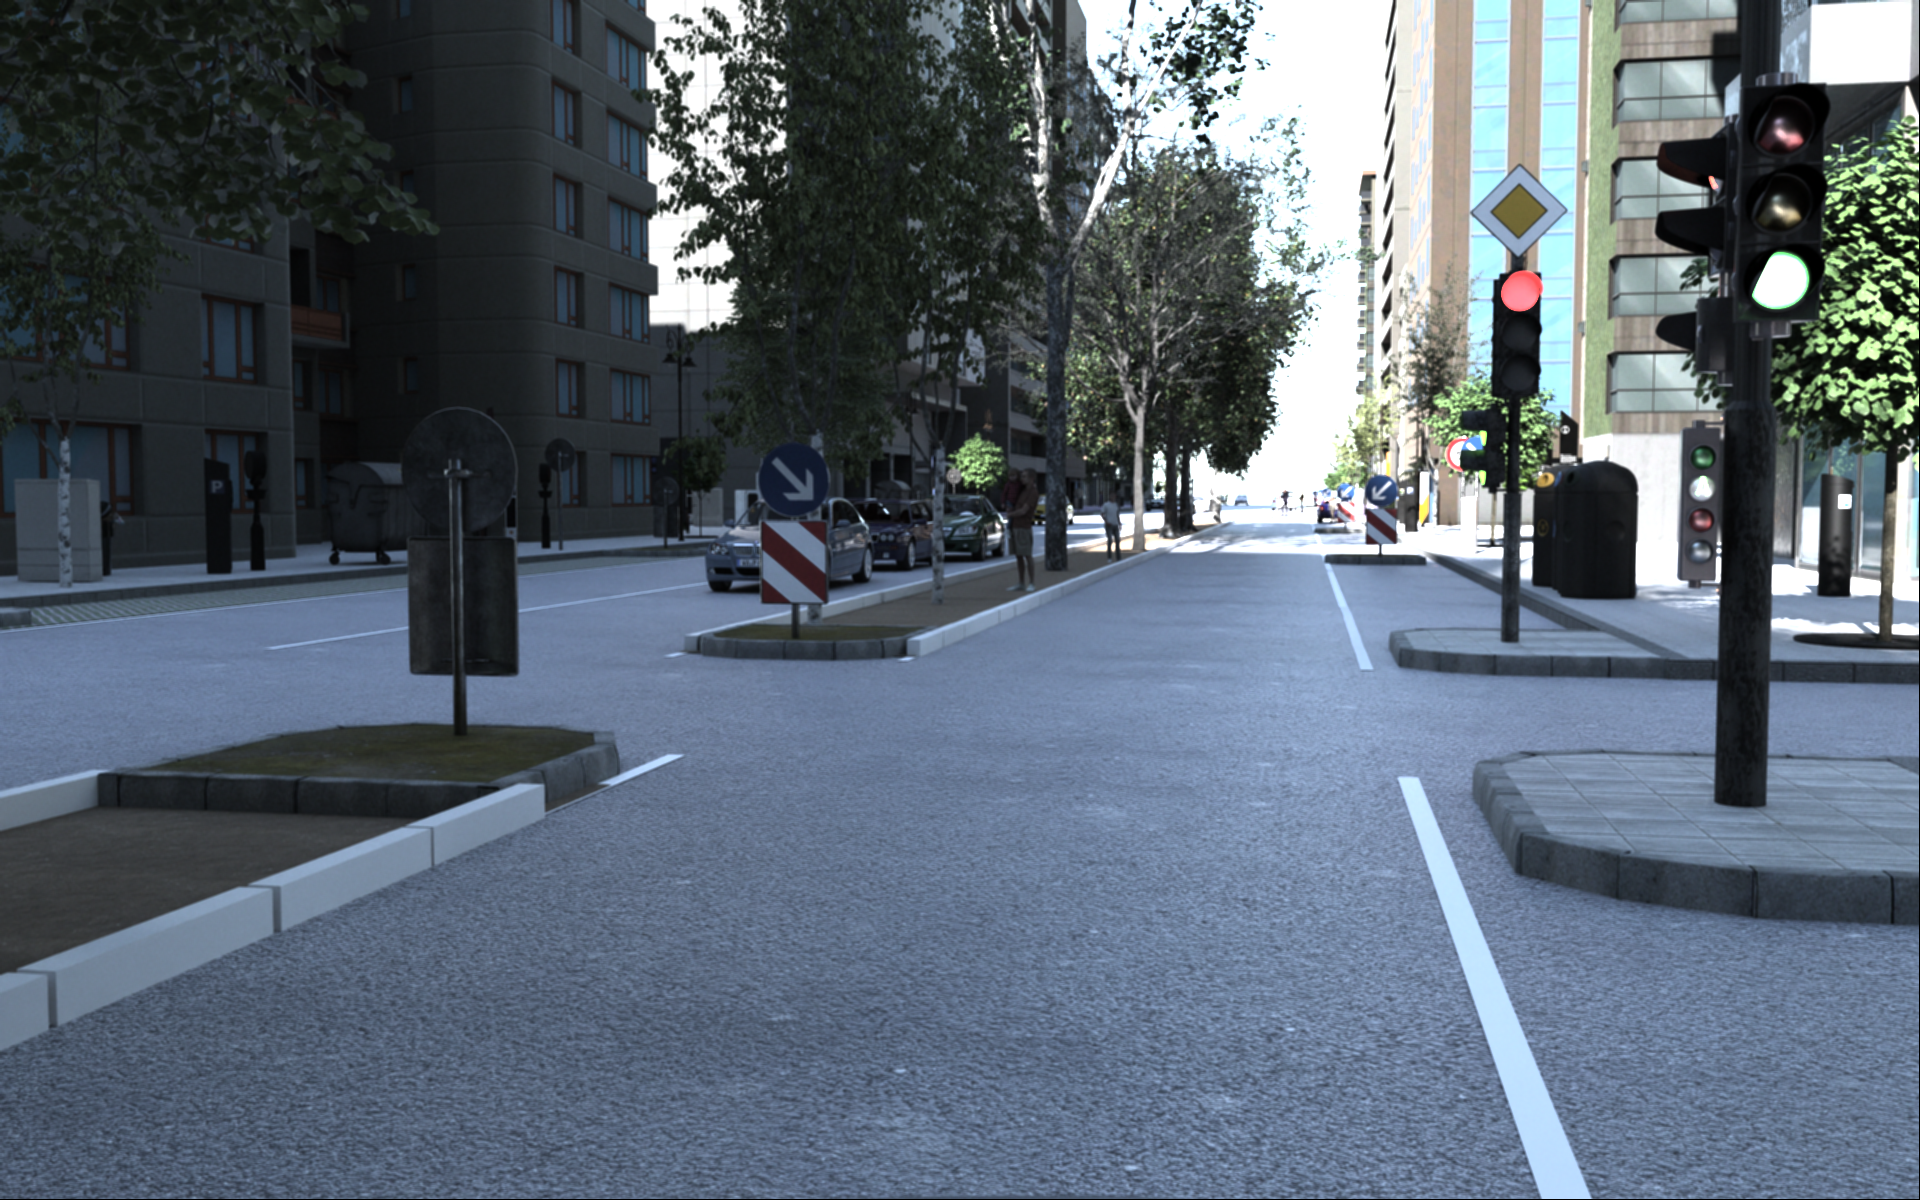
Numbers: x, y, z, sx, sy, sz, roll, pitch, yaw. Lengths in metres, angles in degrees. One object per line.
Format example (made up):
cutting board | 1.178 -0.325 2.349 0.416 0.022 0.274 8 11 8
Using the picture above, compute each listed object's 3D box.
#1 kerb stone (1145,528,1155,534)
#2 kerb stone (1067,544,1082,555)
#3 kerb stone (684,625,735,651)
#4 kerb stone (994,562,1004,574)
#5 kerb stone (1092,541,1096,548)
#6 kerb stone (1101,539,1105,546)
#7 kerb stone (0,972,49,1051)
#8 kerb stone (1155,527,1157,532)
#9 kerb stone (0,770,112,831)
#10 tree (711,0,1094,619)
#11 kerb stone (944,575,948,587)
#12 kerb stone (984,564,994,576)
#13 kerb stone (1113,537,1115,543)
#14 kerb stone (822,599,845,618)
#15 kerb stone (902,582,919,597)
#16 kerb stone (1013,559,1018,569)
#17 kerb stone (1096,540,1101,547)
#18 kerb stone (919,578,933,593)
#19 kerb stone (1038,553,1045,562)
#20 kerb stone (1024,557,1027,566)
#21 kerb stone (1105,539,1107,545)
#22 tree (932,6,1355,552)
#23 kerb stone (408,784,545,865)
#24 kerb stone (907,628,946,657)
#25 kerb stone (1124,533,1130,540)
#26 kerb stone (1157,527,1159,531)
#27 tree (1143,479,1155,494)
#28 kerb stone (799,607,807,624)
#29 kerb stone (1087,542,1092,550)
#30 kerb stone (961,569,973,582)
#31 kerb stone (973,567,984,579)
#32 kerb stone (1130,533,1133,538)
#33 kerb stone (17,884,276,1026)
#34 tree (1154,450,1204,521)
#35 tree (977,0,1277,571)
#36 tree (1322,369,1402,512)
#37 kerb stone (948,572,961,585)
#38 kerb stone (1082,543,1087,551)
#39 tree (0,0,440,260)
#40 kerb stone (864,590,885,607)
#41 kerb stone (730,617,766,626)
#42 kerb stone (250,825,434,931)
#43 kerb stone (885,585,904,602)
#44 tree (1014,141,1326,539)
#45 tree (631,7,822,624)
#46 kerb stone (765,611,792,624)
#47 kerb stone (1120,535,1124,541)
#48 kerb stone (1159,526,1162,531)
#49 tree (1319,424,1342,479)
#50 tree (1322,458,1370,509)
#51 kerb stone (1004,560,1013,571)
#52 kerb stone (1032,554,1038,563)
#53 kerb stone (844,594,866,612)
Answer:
kerb stone | 6.949 -2.523 63.442 0.120 0.150 1.000 1 4 11
kerb stone | 2.793 -1.232 42.344 0.120 0.150 1.000 1 4 11
kerb stone | -2.351 0.368 16.211 0.120 0.150 1.000 1 4 11
kerb stone | 0.613 -0.555 31.276 0.120 0.150 1.000 1 4 11
kerb stone | 3.389 -1.414 45.353 0.120 0.150 1.000 1 4 11
kerb stone | 3.785 -1.535 47.360 0.120 0.150 1.000 1 4 11
kerb stone | -2.590 1.104 4.146 0.120 0.150 1.000 1 4 11
kerb stone | 7.147 -2.584 64.444 0.120 0.150 1.000 1 4 11
kerb stone | -4.063 0.895 7.565 0.120 0.150 1.000 1 4 11
tree | -0.278 -4.255 22.391 4.737 8.622 4.395 0 3 0
kerb stone | -0.372 -0.248 26.250 0.120 0.150 1.000 1 4 11
kerb stone | 0.412 -0.494 30.274 0.120 0.150 1.000 1 4 11
kerb stone | 4.373 -1.723 50.369 0.120 0.150 1.000 1 4 11
kerb stone | -1.557 0.125 20.224 0.120 0.150 1.000 1 4 11
kerb stone | -0.771 -0.125 24.246 0.120 0.150 1.000 1 4 11
kerb stone | 1.009 -0.678 33.292 0.120 0.150 1.000 1 4 11
kerb stone | 3.582 -1.478 46.358 0.120 0.150 1.000 1 4 11
kerb stone | -0.578 -0.186 25.249 0.120 0.150 1.000 1 4 11
kerb stone | 1.605 -0.861 36.311 0.120 0.150 1.000 1 4 11
kerb stone | 1.211 -0.740 34.294 0.120 0.150 1.000 1 4 11
kerb stone | 3.977 -1.601 48.364 0.120 0.150 1.000 1 4 11
tree | 4.468 -7.965 43.062 12.009 13.543 11.850 0 3 0
kerb stone | -1.991 0.919 7.176 0.120 0.150 1.000 1 4 11
kerb stone | -0.313 0.396 15.724 0.120 0.150 1.000 1 4 11
kerb stone | 5.166 -1.969 54.395 0.120 0.150 1.000 1 4 11
kerb stone | 7.341 -2.645 65.448 0.120 0.150 1.000 1 4 11
tree | 19.269 -11.618 184.562 1.663 3.219 1.824 0 3 0
kerb stone | -1.763 0.182 19.222 0.120 0.150 1.000 1 4 11
kerb stone | 3.192 -1.355 44.350 0.120 0.150 1.000 1 4 11
kerb stone | 0.015 -0.371 28.267 0.120 0.150 1.000 1 4 11
kerb stone | 0.220 -0.433 29.269 0.120 0.150 1.000 1 4 11
kerb stone | 5.368 -2.031 55.398 0.120 0.150 1.000 1 4 11
kerb stone | -2.391 1.042 5.158 0.120 0.150 1.000 1 4 11
tree | 10.052 -7.481 75.135 4.737 8.622 4.395 0 3 0
tree | 2.816 -10.533 30.559 12.611 20.169 13.585 0 3 0
tree | 23.860 -9.206 100.876 4.737 8.622 4.395 0 3 0
kerb stone | -0.183 -0.308 27.265 0.120 0.150 1.000 1 4 11
kerb stone | 2.992 -1.294 43.348 0.120 0.150 1.000 1 4 11
tree | -3.311 -5.132 4.495 7.486 12.596 7.792 0 3 0
kerb stone | -1.172 -0.002 22.231 0.120 0.150 1.000 1 4 11
kerb stone | -2.161 0.305 17.215 0.120 0.150 1.000 1 4 11
kerb stone | -2.186 0.981 6.172 0.120 0.150 1.000 1 4 11
kerb stone | -0.961 -0.064 23.235 0.120 0.150 1.000 1 4 11
tree | 6.806 -8.321 55.508 9.611 12.733 9.660 0 3 0
tree | -1.434 -3.933 17.124 4.737 8.622 4.395 0 3 0
kerb stone | -1.961 0.245 18.217 0.120 0.150 1.000 1 4 11
kerb stone | 4.770 -1.846 52.375 0.120 0.150 1.000 1 4 11
kerb stone | 7.538 -2.707 66.451 0.120 0.150 1.000 1 4 11
tree | 38.427 -13.728 174.812 4.360 8.622 3.978 0 3 0
tree | 34.763 -10.367 153.216 4.285 4.588 4.351 0 3 0
kerb stone | 0.807 -0.616 32.281 0.120 0.150 1.000 1 4 11
kerb stone | 1.403 -0.799 35.301 0.120 0.150 1.000 1 4 11
kerb stone | -1.371 0.065 21.229 0.120 0.150 1.000 1 4 11
